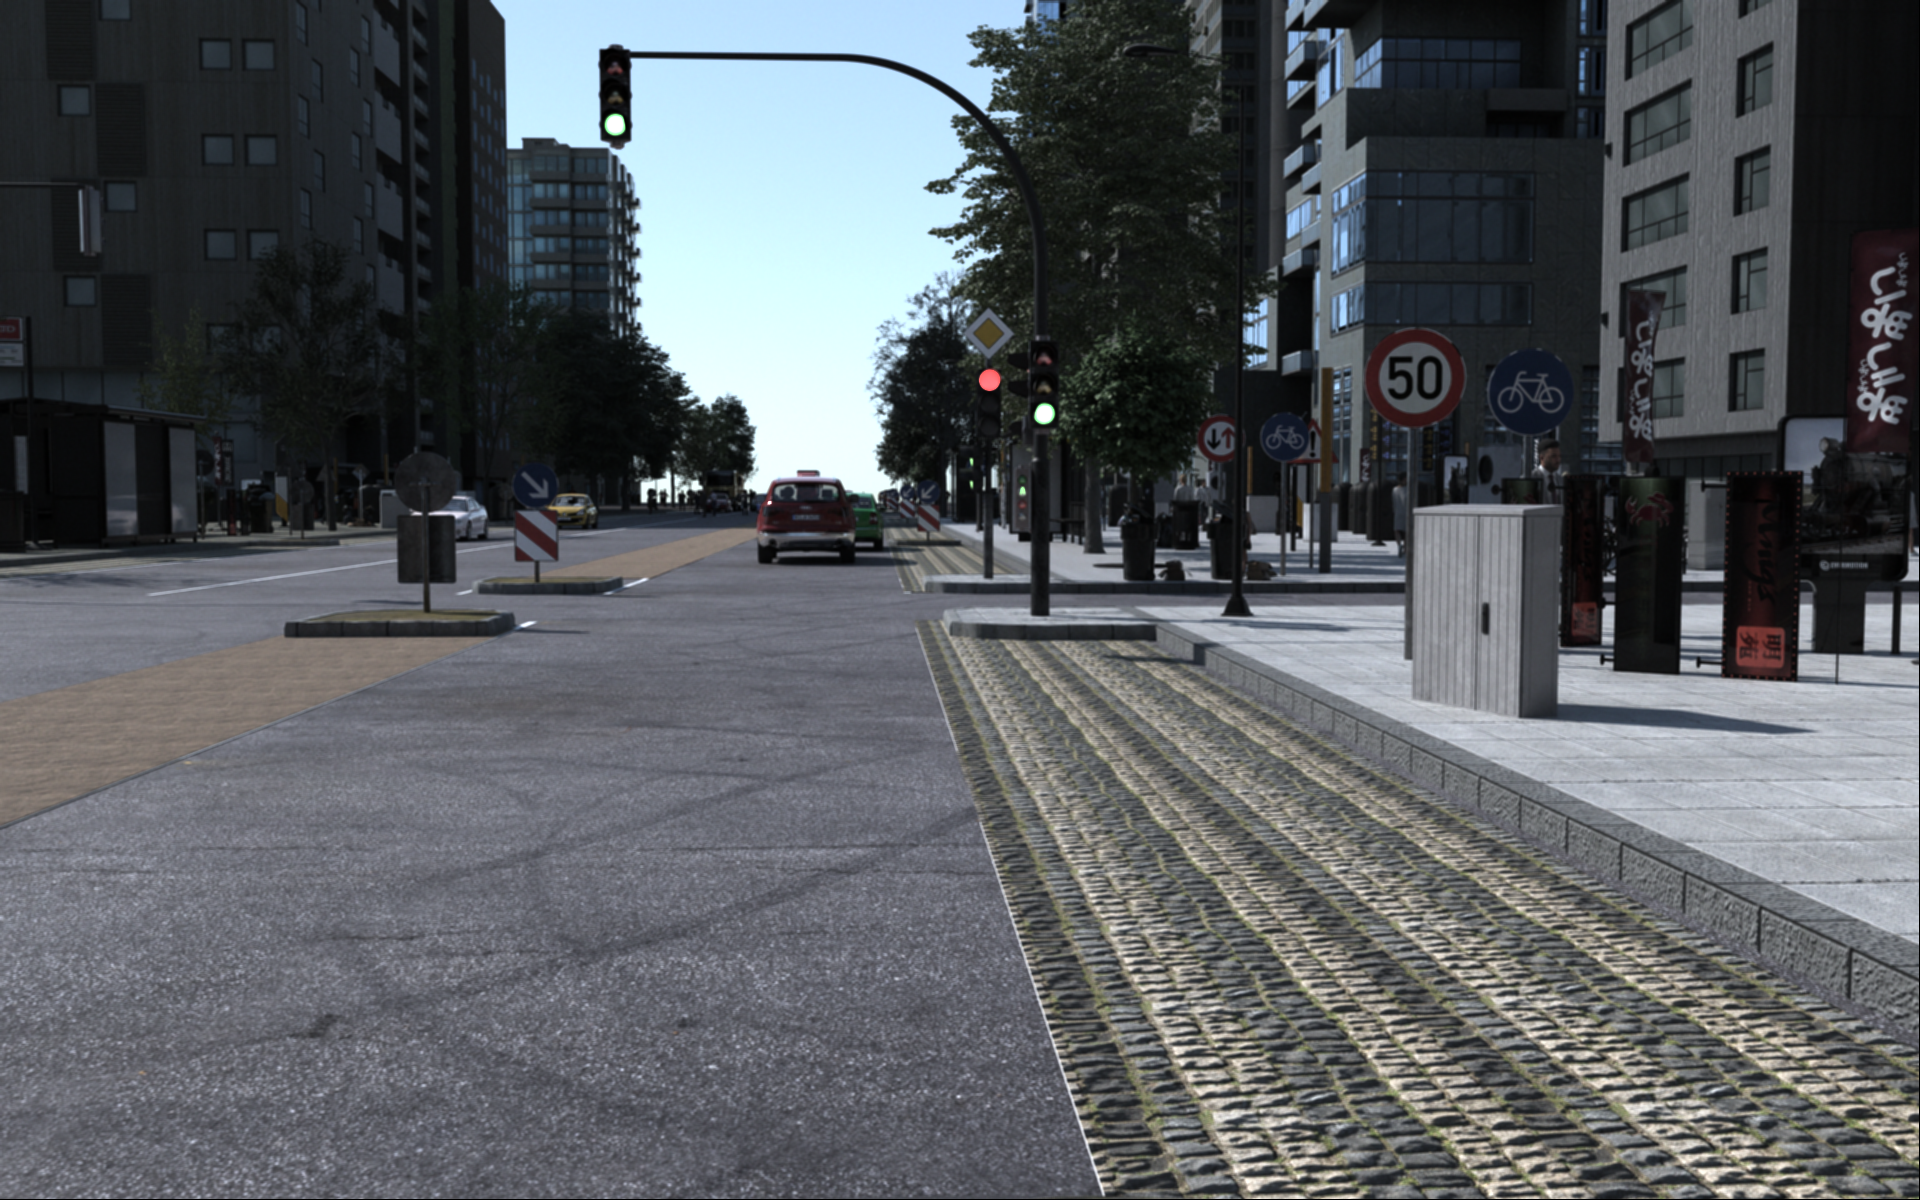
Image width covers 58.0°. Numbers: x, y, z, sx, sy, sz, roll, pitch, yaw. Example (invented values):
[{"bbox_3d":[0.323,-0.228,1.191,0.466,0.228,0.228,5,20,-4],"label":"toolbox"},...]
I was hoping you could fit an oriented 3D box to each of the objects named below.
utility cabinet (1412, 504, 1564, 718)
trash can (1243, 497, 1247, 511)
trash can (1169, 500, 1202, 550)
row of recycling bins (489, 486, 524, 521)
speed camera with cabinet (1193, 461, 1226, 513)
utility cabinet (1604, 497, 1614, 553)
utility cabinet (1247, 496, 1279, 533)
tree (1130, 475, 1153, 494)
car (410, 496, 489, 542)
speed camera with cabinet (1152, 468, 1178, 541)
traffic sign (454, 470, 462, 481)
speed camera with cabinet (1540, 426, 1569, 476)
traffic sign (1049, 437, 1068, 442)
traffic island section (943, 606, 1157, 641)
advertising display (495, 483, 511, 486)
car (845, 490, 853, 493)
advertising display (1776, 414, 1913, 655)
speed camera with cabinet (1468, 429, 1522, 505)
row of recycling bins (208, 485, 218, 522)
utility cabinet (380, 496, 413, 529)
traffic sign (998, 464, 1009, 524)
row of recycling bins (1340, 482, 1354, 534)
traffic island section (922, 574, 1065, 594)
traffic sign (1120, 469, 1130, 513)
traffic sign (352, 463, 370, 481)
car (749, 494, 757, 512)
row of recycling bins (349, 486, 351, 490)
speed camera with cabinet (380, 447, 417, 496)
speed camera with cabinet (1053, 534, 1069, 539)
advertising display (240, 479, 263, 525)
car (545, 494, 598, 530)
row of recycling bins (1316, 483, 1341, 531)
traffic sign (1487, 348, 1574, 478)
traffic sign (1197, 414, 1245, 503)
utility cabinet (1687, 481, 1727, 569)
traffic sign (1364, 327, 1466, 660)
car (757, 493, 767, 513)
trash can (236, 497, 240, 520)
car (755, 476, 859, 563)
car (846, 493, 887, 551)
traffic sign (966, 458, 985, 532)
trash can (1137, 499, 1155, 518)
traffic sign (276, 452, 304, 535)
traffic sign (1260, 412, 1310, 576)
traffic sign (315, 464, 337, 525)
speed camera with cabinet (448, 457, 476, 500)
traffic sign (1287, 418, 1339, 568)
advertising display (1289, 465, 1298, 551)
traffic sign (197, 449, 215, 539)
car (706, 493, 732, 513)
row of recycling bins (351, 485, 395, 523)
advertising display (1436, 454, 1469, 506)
[{"bbox_3d":[3.132,0.048,10.380,0.306,1.237,1.020,-1,4,-22],"label":"utility cabinet"},{"bbox_3d":[12.145,-3.773,73.334,0.748,1.137,0.748,0,3,0],"label":"trash can"},{"bbox_3d":[5.169,-1.716,39.702,0.748,1.137,0.748,0,3,0],"label":"trash can"},{"bbox_3d":[-22.264,-4.762,84.971,1.069,1.692,3.534,0,4,3],"label":"row of recycling bins"},{"bbox_3d":[9.513,-4.566,68.992,2.038,3.252,0.660,0,4,-7],"label":"speed camera with cabinet"},{"bbox_3d":[14.220,-1.649,38.127,0.306,1.237,1.020,1,4,20],"label":"utility cabinet"},{"bbox_3d":[9.977,-2.810,57.107,1.020,1.237,0.306,0,4,-7],"label":"utility cabinet"},{"bbox_3d":[9.915,-6.045,93.441,1.663,3.219,1.824,0,3,0],"label":"tree"},{"bbox_3d":[-15.861,-2.528,53.699,2.083,1.381,4.827,0,4,-5],"label":"car"},{"bbox_3d":[5.480,-3.170,46.170,0.660,3.252,2.038,1,4,9],"label":"speed camera with cabinet"},{"bbox_3d":[-27.139,-5.682,93.008,0.768,2.556,0.104,0,4,7],"label":"traffic sign"},{"bbox_3d":[16.849,-3.466,51.009,0.660,3.252,2.038,-3,5,-44],"label":"speed camera with cabinet"},{"bbox_3d":[2.848,-3.574,52.300,2.265,3.308,0.079,0,4,0],"label":"traffic sign"},{"bbox_3d":[0.858,0.243,18.306,2.009,0.180,2.903,0,4,-3],"label":"traffic island section"},{"bbox_3d":[-26.305,-5.784,99.776,0.974,1.923,0.123,1,4,14],"label":"advertising display"},{"bbox_3d":[-10.803,-9.400,162.363,2.281,1.827,5.304,0,4,-3],"label":"car"},{"bbox_3d":[7.075,-0.532,13.908,0.974,1.923,0.123,1,4,13],"label":"advertising display"},{"bbox_3d":[9.767,-2.330,32.433,0.660,3.252,2.038,-1,4,-10],"label":"speed camera with cabinet"},{"bbox_3d":[-35.576,-4.392,78.921,3.534,1.692,1.069,0,4,-6],"label":"row of recycling bins"},{"bbox_3d":[-21.127,-3.277,64.746,1.020,1.237,0.306,-2,4,-28],"label":"utility cabinet"},{"bbox_3d":[1.989,-4.501,73.692,0.768,2.556,0.104,0,4,6],"label":"traffic sign"},{"bbox_3d":[14.074,-3.003,56.208,3.534,1.692,1.069,-2,4,-34],"label":"row of recycling bins"},{"bbox_3d":[0.451,-0.245,26.281,2.009,0.180,2.903,0,4,-3],"label":"traffic island section"},{"bbox_3d":[5.555,-3.475,56.922,0.768,2.556,0.104,0,4,4],"label":"traffic sign"},{"bbox_3d":[-25.588,-4.542,73.996,0.795,2.593,0.064,0,4,5],"label":"traffic sign"},{"bbox_3d":[-16.331,-8.060,143.572,2.131,1.459,4.920,0,4,-2],"label":"car"},{"bbox_3d":[-32.673,-5.384,95.144,1.069,1.692,3.534,1,4,17],"label":"row of recycling bins"},{"bbox_3d":[-23.391,-4.785,72.564,2.038,3.252,0.660,2,4,30],"label":"speed camera with cabinet"},{"bbox_3d":[2.471,-3.356,49.202,0.660,3.252,2.038,2,4,25],"label":"speed camera with cabinet"},{"bbox_3d":[-29.416,-4.083,71.968,0.974,1.923,0.123,0,4,8],"label":"advertising display"},{"bbox_3d":[-15.901,-3.709,70.869,2.015,1.641,3.980,0,4,-4],"label":"car"},{"bbox_3d":[13.672,-3.234,59.988,1.069,1.692,3.534,-2,4,-32],"label":"row of recycling bins"},{"bbox_3d":[4.974,-0.923,15.197,0.768,2.556,0.104,0,4,-3],"label":"traffic sign"},{"bbox_3d":[4.180,-1.694,27.804,0.768,2.556,0.104,0,4,6],"label":"traffic sign"},{"bbox_3d":[12.762,-1.271,29.468,0.318,1.500,1.173,3,5,42],"label":"utility cabinet"},{"bbox_3d":[3.485,-0.810,13.347,0.768,2.556,0.104,0,4,6],"label":"traffic sign"},{"bbox_3d":[-14.431,-7.408,130.712,1.945,1.707,3.694,0,4,-4],"label":"car"},{"bbox_3d":[-35.269,-4.446,84.340,0.748,1.137,0.748,0,3,0],"label":"trash can"},{"bbox_3d":[-3.300,-1.758,37.422,2.281,1.827,5.304,0,4,-4],"label":"car"},{"bbox_3d":[-2.879,-2.218,45.059,1.959,1.807,4.718,0,4,-2],"label":"car"},{"bbox_3d":[0.597,-3.538,57.945,0.768,2.556,0.104,0,4,6],"label":"traffic sign"},{"bbox_3d":[5.840,-2.566,53.605,0.748,1.137,0.748,0,3,0],"label":"trash can"},{"bbox_3d":[-20.757,-3.282,53.662,0.884,2.594,0.081,0,4,1],"label":"traffic sign"},{"bbox_3d":[5.076,-1.654,27.150,0.768,2.556,0.104,0,4,0],"label":"traffic sign"},{"bbox_3d":[-25.855,-4.322,70.673,0.884,2.594,0.081,0,4,-1],"label":"traffic sign"},{"bbox_3d":[-26.407,-5.943,91.498,2.038,3.252,0.660,3,5,40],"label":"speed camera with cabinet"},{"bbox_3d":[6.057,-1.823,29.806,0.884,2.594,0.081,0,4,5],"label":"traffic sign"},{"bbox_3d":[7.535,-2.076,39.152,0.123,1.923,0.974,1,4,8],"label":"advertising display"},{"bbox_3d":[-21.550,-3.004,49.226,0.768,2.556,0.104,0,4,1],"label":"traffic sign"},{"bbox_3d":[-18.649,-7.615,133.548,2.155,1.783,4.494,0,4,-3],"label":"car"},{"bbox_3d":[-26.038,-4.330,77.910,1.069,1.692,3.534,0,4,3],"label":"row of recycling bins"},{"bbox_3d":[7.960,-1.394,28.007,0.123,1.923,0.974,3,5,40],"label":"advertising display"}]
